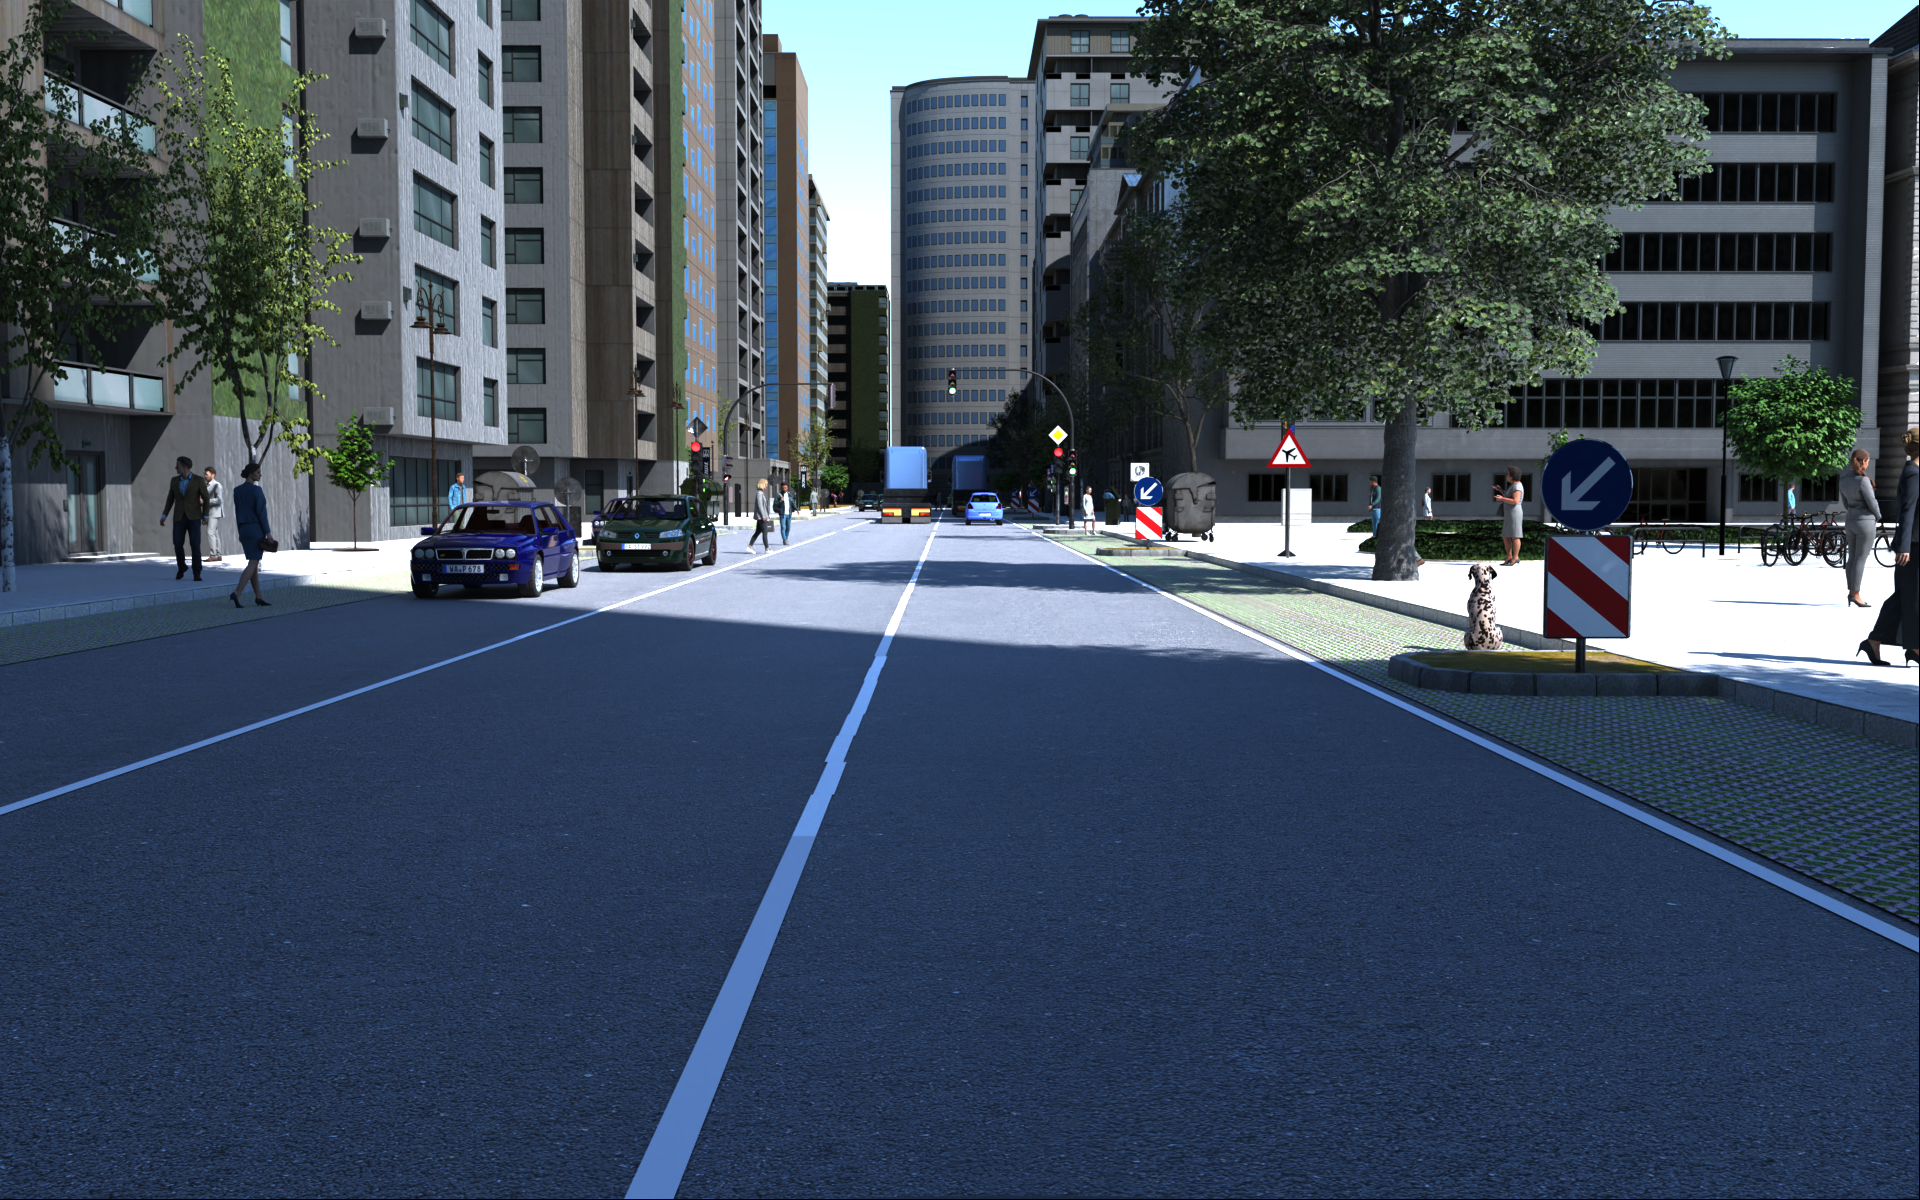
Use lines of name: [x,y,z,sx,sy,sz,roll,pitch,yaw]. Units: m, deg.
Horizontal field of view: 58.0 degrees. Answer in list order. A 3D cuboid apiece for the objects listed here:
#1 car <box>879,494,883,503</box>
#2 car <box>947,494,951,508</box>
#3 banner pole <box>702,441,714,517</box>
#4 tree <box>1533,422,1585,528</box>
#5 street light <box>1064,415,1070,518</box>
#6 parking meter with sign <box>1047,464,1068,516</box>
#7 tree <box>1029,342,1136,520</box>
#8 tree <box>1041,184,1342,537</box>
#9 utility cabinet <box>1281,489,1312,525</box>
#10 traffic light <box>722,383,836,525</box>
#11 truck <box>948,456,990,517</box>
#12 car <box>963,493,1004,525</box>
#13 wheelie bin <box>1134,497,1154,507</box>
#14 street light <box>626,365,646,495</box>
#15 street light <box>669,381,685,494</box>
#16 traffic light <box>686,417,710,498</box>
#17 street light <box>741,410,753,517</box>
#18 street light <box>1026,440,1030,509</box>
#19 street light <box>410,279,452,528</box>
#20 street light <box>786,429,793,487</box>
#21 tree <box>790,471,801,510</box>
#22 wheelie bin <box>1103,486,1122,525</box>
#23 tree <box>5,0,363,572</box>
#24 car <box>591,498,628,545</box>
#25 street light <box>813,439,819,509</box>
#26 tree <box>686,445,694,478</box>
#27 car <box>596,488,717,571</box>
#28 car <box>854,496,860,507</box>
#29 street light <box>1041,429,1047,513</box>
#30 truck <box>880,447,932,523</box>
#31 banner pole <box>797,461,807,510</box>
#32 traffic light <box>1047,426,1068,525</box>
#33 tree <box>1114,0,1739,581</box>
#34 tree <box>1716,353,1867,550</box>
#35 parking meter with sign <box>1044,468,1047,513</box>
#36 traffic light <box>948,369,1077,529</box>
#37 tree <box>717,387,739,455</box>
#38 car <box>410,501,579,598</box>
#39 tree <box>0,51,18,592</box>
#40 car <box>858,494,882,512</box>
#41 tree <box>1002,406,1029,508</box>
car: [-7.322,-9.631,169.270,2.131,1.459,4.920,0,4,-1]
car: [-0.394,-10.595,182.018,1.959,1.807,4.718,0,4,1]
banner pole: [-11.764,-5.577,81.200,0.863,3.779,0.401,2,4,30]
tree: [16.129,-3.165,46.355,1.663,3.219,1.824,0,3,0]
street light: [5.946,-7.437,94.382,0.468,5.910,1.993,0,4,0]
parking meter with sign: [5.992,-6.465,101.968,0.543,3.016,1.738,2,4,35]
tree: [6.194,-8.200,84.427,4.360,8.622,3.978,0,3,0]
tree: [7.082,-7.158,51.446,8.767,10.594,7.601,0,4,6]
utility cabinet: [13.655,-3.770,70.324,1.173,1.500,0.318,0,4,-2]
traffic light: [-7.477,-5.886,70.905,4.771,5.953,1.251,0,4,0]
truck: [0.790,-7.667,115.109,2.967,4.110,18.799,0,4,-1]
car: [1.100,-4.332,80.412,1.945,1.707,3.694,0,4,-1]
wheelie bin: [7.618,-3.849,70.838,0.980,1.594,0.693,-1,4,-8]
street light: [-11.582,-5.457,62.014,0.468,5.910,1.993,0,4,0]
street light: [-11.596,-6.012,71.091,0.468,5.910,1.993,0,4,0]
traffic light: [-9.524,-4.523,62.874,0.839,4.253,0.868,0,4,0]
street light: [-11.759,-7.514,95.635,0.468,5.910,1.993,0,4,0]
street light: [5.666,-10.531,144.961,0.468,5.910,1.993,0,4,0]
street light: [-11.403,-3.956,37.470,0.468,5.910,1.993,0,4,0]
street light: [-11.912,-9.050,120.760,0.468,5.910,1.993,0,4,0]
tree: [-13.492,-8.969,141.242,1.663,3.219,1.824,0,3,0]
wheelie bin: [6.258,-3.877,71.301,0.693,1.594,0.980,1,4,15]
tree: [-11.601,-4.750,28.019,4.737,8.622,4.395,0,3,0]
car: [-9.374,-2.251,49.388,1.945,1.354,3.894,0,4,0]
street light: [-12.023,-10.552,145.305,0.468,5.910,1.993,0,4,0]
tree: [-15.080,-6.495,89.906,4.285,4.588,4.351,0,3,0]
car: [-5.816,-1.447,33.452,2.009,1.686,4.222,0,4,2]
car: [-10.129,-10.572,182.635,2.009,1.686,4.222,0,4,0]
street light: [5.746,-8.993,119.819,0.468,5.910,1.993,0,4,0]
truck: [-2.879,-6.276,92.367,2.967,4.110,18.799,0,4,-2]
banner pole: [-11.937,-8.586,130.398,0.863,3.779,0.401,-1,4,-18]
traffic light: [3.992,-5.017,70.950,0.839,4.253,0.868,0,4,0]
tree: [6.473,-7.272,25.553,9.857,13.997,8.962,0,3,0]
tree: [19.402,-3.469,40.433,4.285,4.588,4.351,0,3,0]
parking meter with sign: [6.000,-7.385,117.005,0.543,3.016,1.738,1,4,9]
traffic light: [1.945,-5.391,62.812,4.771,5.953,1.251,0,4,0]
tree: [-16.727,-10.035,114.432,4.737,8.622,4.395,0,3,0]
car: [-6.711,-0.772,25.195,1.945,1.354,3.894,0,4,-1]
tree: [-12.279,-4.418,22.604,4.737,8.622,4.395,0,3,0]
car: [-7.356,-8.098,142.184,2.009,1.686,4.222,0,4,2]
tree: [5.566,-11.527,138.829,4.360,8.622,3.978,0,3,0]
